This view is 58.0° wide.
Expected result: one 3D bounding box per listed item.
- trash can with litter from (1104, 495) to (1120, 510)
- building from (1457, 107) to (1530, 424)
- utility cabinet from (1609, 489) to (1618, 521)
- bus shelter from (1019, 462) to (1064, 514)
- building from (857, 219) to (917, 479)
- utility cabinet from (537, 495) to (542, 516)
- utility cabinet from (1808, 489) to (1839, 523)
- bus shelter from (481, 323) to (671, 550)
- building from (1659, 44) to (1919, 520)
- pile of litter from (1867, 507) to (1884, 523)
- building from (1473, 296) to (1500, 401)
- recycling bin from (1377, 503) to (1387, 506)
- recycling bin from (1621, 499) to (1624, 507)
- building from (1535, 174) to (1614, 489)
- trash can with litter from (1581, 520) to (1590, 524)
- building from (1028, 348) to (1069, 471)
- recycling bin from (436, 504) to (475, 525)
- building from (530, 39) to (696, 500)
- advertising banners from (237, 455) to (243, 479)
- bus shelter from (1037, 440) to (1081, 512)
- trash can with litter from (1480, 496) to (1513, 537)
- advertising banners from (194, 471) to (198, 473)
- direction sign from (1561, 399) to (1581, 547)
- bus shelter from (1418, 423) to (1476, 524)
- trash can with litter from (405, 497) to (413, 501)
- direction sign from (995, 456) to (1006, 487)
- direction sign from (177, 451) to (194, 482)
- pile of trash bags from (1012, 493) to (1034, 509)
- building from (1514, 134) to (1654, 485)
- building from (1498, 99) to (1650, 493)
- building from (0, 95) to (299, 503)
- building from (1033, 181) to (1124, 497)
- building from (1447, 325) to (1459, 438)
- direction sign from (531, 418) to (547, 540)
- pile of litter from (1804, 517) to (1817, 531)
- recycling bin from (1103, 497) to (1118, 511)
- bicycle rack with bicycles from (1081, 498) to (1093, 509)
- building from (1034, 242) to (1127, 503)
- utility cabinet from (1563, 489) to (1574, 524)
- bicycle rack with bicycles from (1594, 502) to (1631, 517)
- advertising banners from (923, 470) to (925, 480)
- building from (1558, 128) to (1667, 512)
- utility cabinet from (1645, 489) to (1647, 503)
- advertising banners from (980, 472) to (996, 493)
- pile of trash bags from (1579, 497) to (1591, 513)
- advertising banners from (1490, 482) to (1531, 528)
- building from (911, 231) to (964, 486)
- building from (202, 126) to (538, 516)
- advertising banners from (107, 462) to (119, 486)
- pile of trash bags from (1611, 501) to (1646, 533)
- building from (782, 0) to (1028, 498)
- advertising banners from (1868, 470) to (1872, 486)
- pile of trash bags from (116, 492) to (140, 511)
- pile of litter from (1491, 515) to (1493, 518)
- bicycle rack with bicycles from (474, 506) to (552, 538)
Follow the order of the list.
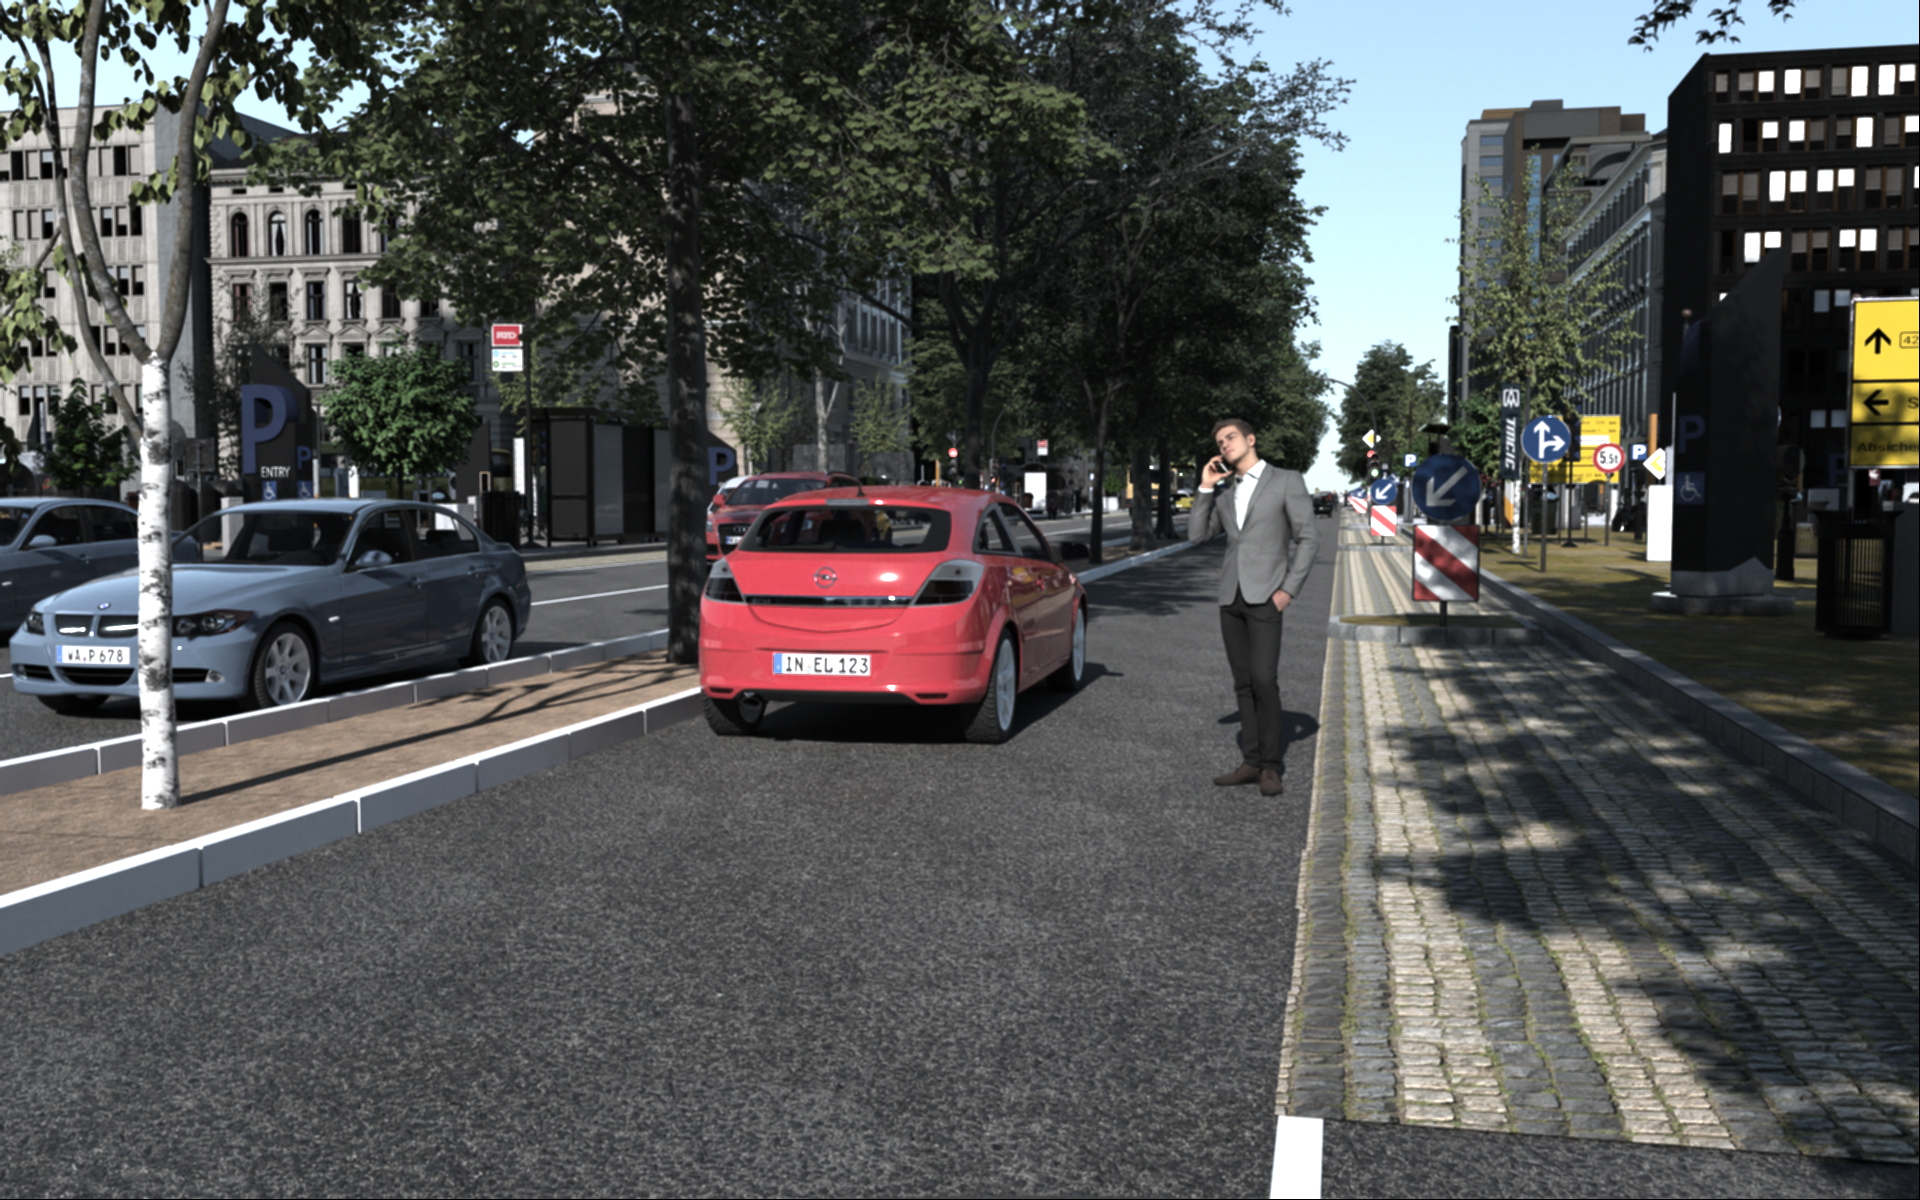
[{"bbox_3d":[11.998,-7.886,139.989,2.233,1.210,1.678,-1,4,-11],"label":"trash can with litter"},{"bbox_3d":[88.614,-44.516,269.842,21.231,58.520,28.212,1,4,12],"label":"building"},{"bbox_3d":[30.934,-4.484,81.985,0.318,1.500,1.173,1,4,16],"label":"utility cabinet"},{"bbox_3d":[5.272,-7.217,111.924,2.014,3.302,5.546,1,4,13],"label":"bus shelter"},{"bbox_3d":[-11.812,-20.821,126.325,13.634,28.700,20.117,1,4,12],"label":"building"},{"bbox_3d":[-22.270,-4.989,92.728,1.020,1.237,0.306,-1,4,-18],"label":"utility cabinet"},{"bbox_3d":[37.747,-4.101,75.735,1.173,1.500,0.318,1,4,13],"label":"utility cabinet"},{"bbox_3d":[-9.379,-4.009,43.175,2.179,5.291,8.768,1,4,12],"label":"bus shelter"},{"bbox_3d":[45.874,-15.897,89.595,15.834,23.373,12.332,1,4,12],"label":"building"},{"bbox_3d":[39.235,-3.661,73.822,1.719,0.858,1.176,-1,4,-17],"label":"pile of litter"},{"bbox_3d":[81.287,-29.281,250.438,14.160,30.474,14.107,1,4,12],"label":"building"},{"bbox_3d":[35.500,-8.136,145.583,0.722,1.027,0.722,-1,4,-23],"label":"recycling bin"},{"bbox_3d":[38.106,-5.263,98.601,0.722,1.027,0.722,3,5,40],"label":"recycling bin"},{"bbox_3d":[60.647,-23.765,160.258,14.160,30.474,14.107,1,4,12],"label":"building"},{"bbox_3d":[27.147,-3.991,76.318,2.233,1.210,1.678,-3,4,-38],"label":"trash can with litter"},{"bbox_3d":[-3.646,-21.355,194.197,27.650,21.520,28.899,1,4,12],"label":"building"},{"bbox_3d":[-13.026,-1.965,44.688,0.722,1.027,0.722,2,4,25],"label":"recycling bin"},{"bbox_3d":[-15.896,-19.604,106.426,13.634,28.700,20.117,1,4,12],"label":"building"},{"bbox_3d":[-31.228,-4.953,77.175,2.074,3.025,0.090,0,4,8],"label":"advertising banners"},{"bbox_3d":[7.359,-9.344,130.413,2.179,5.291,8.768,1,4,13],"label":"bus shelter"},{"bbox_3d":[16.233,-2.564,52.981,1.678,1.210,2.233,1,4,19],"label":"trash can with litter"},{"bbox_3d":[-35.512,-5.078,79.208,0.090,3.025,2.074,2,4,33],"label":"advertising banners"},{"bbox_3d":[14.730,-3.043,41.757,0.876,3.537,0.379,-3,5,-44],"label":"direction sign"},{"bbox_3d":[16.966,-4.224,60.340,1.731,3.624,6.357,1,4,12],"label":"bus shelter"},{"bbox_3d":[-20.642,-3.333,65.884,1.055,1.170,0.624,-2,4,-28],"label":"trash can with litter"},{"bbox_3d":[2.325,-6.778,102.819,0.876,3.537,0.379,1,4,14],"label":"direction sign"},{"bbox_3d":[-33.164,-5.029,74.214,0.876,3.537,0.379,1,4,17],"label":"direction sign"},{"bbox_3d":[2.828,-5.575,100.899,3.447,1.369,1.912,2,4,35],"label":"pile of trash bags"},{"bbox_3d":[73.477,-29.647,176.603,32.217,40.220,23.993,1,4,12],"label":"building"},{"bbox_3d":[69.218,-33.443,196.908,14.600,45.320,14.200,1,4,12],"label":"building"},{"bbox_3d":[-54.007,-17.907,110.801,19.932,24.808,12.078,1,4,12],"label":"building"},{"bbox_3d":[17.901,-42.886,290.421,28.713,52.752,27.495,1,4,12],"label":"building"},{"bbox_3d":[89.578,-31.875,292.851,14.160,30.474,14.107,1,4,12],"label":"building"},{"bbox_3d":[-11.733,-3.439,48.233,0.379,3.537,0.876,1,4,22],"label":"direction sign"},{"bbox_3d":[30.125,-2.829,60.220,1.176,0.858,1.719,0,4,-5],"label":"pile of litter"},{"bbox_3d":[11.788,-7.450,134.366,0.722,1.027,0.722,-1,4,-17],"label":"recycling bin"},{"bbox_3d":[10.976,-8.050,144.994,2.925,0.926,2.852,-3,5,-42],"label":"bicycle rack with bicycles"},{"bbox_3d":[10.321,-35.110,265.931,32.217,40.220,23.993,1,4,12],"label":"building"},{"bbox_3d":[25.637,-4.001,74.088,1.173,1.500,0.318,-1,4,-11],"label":"utility cabinet"},{"bbox_3d":[33.735,-4.447,86.098,2.852,0.926,2.925,-1,4,-11],"label":"bicycle rack with bicycles"},{"bbox_3d":[-2.977,-7.888,125.149,0.090,3.025,2.074,1,4,23],"label":"advertising banners"},{"bbox_3d":[53.568,-21.131,121.913,17.030,29.872,44.131,1,4,12],"label":"building"},{"bbox_3d":[29.181,-3.923,72.816,1.173,1.500,0.318,-1,4,-22],"label":"utility cabinet"},{"bbox_3d":[2.314,-8.628,137.251,2.074,3.025,0.090,-2,4,-28],"label":"advertising banners"},{"bbox_3d":[42.439,-6.712,119.497,1.912,1.369,3.447,1,4,15],"label":"pile of trash bags"},{"bbox_3d":[20.724,-4.230,65.344,2.074,3.025,0.090,-2,4,-24],"label":"advertising banners"},{"bbox_3d":[-7.387,-19.242,144.291,12.332,23.373,15.834,1,4,12],"label":"building"},{"bbox_3d":[-34.493,-16.956,106.117,19.941,23.489,11.050,1,4,12],"label":"building"},{"bbox_3d":[-26.690,-3.499,53.404,0.090,3.025,2.074,1,4,22],"label":"advertising banners"},{"bbox_3d":[23.825,-2.963,58.195,3.447,1.369,1.912,0,4,1],"label":"pile of trash bags"},{"bbox_3d":[-5.754,-33.292,168.027,21.300,48.544,21.600,1,4,12],"label":"building"},{"bbox_3d":[29.483,-3.573,54.612,0.090,3.025,2.074,-2,4,-25],"label":"advertising banners"},{"bbox_3d":[-33.447,-3.641,69.288,1.912,1.369,3.447,-3,5,-39],"label":"pile of trash bags"},{"bbox_3d":[28.826,-4.796,92.381,1.176,0.858,1.719,0,4,-3],"label":"pile of litter"},{"bbox_3d":[-12.962,-2.334,51.541,2.925,0.926,2.852,2,4,25],"label":"bicycle rack with bicycles"}]
